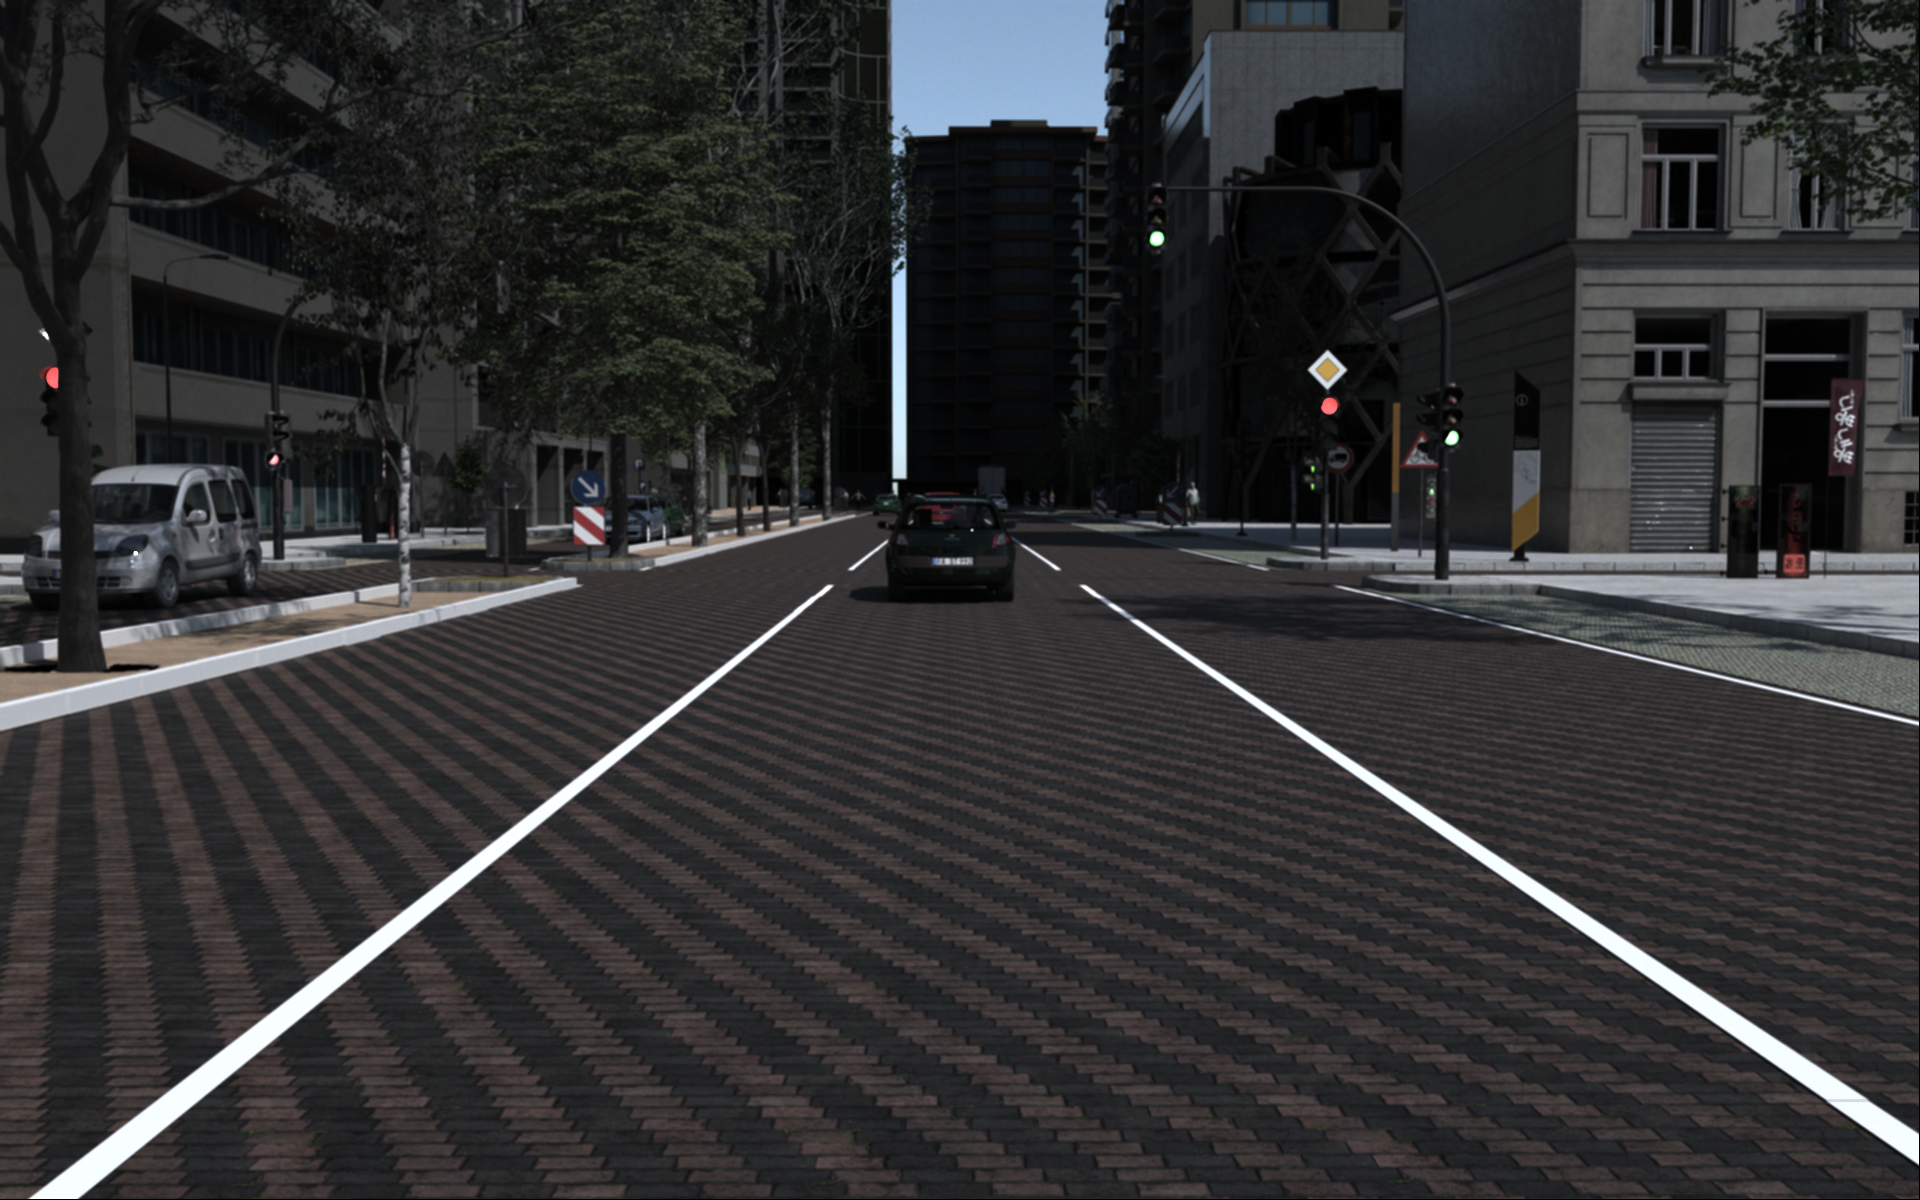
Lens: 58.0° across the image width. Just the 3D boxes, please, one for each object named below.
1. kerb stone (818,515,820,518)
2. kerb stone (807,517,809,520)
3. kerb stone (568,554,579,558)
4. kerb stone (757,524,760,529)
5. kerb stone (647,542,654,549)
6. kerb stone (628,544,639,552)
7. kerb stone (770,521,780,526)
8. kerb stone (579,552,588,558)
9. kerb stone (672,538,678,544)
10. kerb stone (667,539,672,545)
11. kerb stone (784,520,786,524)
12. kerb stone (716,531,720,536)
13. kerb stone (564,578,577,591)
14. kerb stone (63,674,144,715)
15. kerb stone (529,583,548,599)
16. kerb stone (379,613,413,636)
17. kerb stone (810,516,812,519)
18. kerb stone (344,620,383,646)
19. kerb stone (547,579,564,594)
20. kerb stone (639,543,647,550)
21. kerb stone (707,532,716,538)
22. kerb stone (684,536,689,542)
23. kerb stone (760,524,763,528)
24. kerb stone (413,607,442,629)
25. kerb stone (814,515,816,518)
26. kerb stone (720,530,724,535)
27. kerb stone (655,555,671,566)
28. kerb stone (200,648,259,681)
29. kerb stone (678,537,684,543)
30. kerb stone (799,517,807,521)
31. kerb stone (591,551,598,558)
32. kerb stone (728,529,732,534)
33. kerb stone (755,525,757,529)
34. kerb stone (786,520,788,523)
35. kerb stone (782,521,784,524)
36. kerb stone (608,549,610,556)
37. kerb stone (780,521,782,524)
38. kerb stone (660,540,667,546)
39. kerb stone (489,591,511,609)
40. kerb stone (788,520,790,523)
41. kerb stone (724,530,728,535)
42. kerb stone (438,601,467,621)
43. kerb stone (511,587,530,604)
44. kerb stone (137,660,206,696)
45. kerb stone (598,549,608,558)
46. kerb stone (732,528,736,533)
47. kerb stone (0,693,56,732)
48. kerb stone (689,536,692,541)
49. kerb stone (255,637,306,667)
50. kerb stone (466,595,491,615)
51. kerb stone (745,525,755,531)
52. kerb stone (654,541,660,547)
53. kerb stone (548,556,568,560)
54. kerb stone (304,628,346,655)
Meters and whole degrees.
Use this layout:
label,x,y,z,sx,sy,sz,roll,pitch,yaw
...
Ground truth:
label,x,y,z,sx,sy,sz,roll,pitch,yaw
kerb stone,-8.634,-4.972,103.504,0.120,0.150,1.000,0,4,0
kerb stone,-8.566,-4.471,95.303,0.120,0.150,1.000,0,4,0
kerb stone,-8.114,-0.833,35.849,0.120,0.150,1.000,0,4,0
kerb stone,-8.378,-2.967,70.699,0.120,0.150,1.000,0,4,0
kerb stone,-8.188,-1.398,45.091,0.120,0.150,1.000,0,4,0
kerb stone,-8.179,-1.273,43.041,0.120,0.150,1.000,0,4,0
kerb stone,-8.445,-3.464,78.897,0.120,0.150,1.000,0,4,0
kerb stone,-8.121,-0.896,36.878,0.120,0.150,1.000,0,4,0
kerb stone,-8.217,-1.649,49.185,0.120,0.150,1.000,0,4,0
kerb stone,-8.209,-1.588,48.162,0.120,0.150,1.000,0,4,0
kerb stone,-8.469,-3.656,81.963,0.120,0.150,1.000,0,4,0
kerb stone,-8.295,-2.214,58.395,0.120,0.150,1.000,0,4,0
kerb stone,-5.934,-0.236,26.072,0.120,0.150,1.000,0,4,0
kerb stone,-5.832,0.642,11.713,0.120,0.150,1.000,0,4,0
kerb stone,-5.923,-0.111,24.004,0.120,0.150,1.000,0,4,0
kerb stone,-5.882,0.265,17.861,0.120,0.150,1.000,0,4,0
kerb stone,-8.586,-4.597,97.355,0.120,0.150,1.000,0,4,0
kerb stone,-5.861,0.328,16.839,0.120,0.150,1.000,0,4,0
kerb stone,-5.935,-0.174,25.037,0.120,0.150,1.000,0,4,0
kerb stone,-8.175,-1.338,44.065,0.120,0.150,1.000,0,4,0
kerb stone,-8.282,-2.152,57.373,0.120,0.150,1.000,0,4,0
kerb stone,-8.234,-1.772,51.233,0.120,0.150,1.000,0,4,0
kerb stone,-8.389,-3.022,71.722,0.120,0.150,1.000,0,4,0
kerb stone,-5.886,0.208,18.886,0.120,0.150,1.000,0,4,0
kerb stone,-8.605,-4.781,100.436,0.120,0.150,1.000,0,4,0
kerb stone,-8.295,-2.277,59.430,0.120,0.150,1.000,0,4,0
kerb stone,-6.001,-0.774,34.850,0.120,0.150,1.000,0,4,0
kerb stone,-5.853,0.519,13.765,0.120,0.150,1.000,0,4,0
kerb stone,-8.221,-1.712,50.211,0.120,0.150,1.000,0,4,0
kerb stone,-8.560,-4.404,94.281,0.120,0.150,1.000,0,4,0
kerb stone,-8.131,-0.961,37.904,0.120,0.150,1.000,0,4,0
kerb stone,-8.308,-2.402,61.475,0.120,0.150,1.000,0,4,0
kerb stone,-8.375,-2.901,69.676,0.120,0.150,1.000,0,4,0
kerb stone,-8.474,-3.718,82.988,0.120,0.150,1.000,0,4,0
kerb stone,-8.459,-3.593,80.941,0.120,0.150,1.000,0,4,0
kerb stone,-8.148,-1.084,39.962,0.120,0.150,1.000,0,4,0
kerb stone,-8.456,-3.531,79.919,0.120,0.150,1.000,0,4,0
kerb stone,-8.199,-1.526,47.140,0.120,0.150,1.000,0,4,0
kerb stone,-5.918,0.015,21.956,0.120,0.150,1.000,0,4,0
kerb stone,-8.487,-3.780,84.010,0.120,0.150,1.000,0,4,0
kerb stone,-8.310,-2.340,60.452,0.120,0.150,1.000,0,4,0
kerb stone,-5.895,0.140,19.911,0.120,0.150,1.000,0,4,0
kerb stone,-5.921,-0.046,22.978,0.120,0.150,1.000,0,4,0
kerb stone,-5.839,0.582,12.743,0.120,0.150,1.000,0,4,0
kerb stone,-8.140,-1.024,38.939,0.120,0.150,1.000,0,4,0
kerb stone,-8.306,-2.465,62.497,0.120,0.150,1.000,0,4,0
kerb stone,-5.830,0.704,10.691,0.120,0.150,1.000,0,4,0
kerb stone,-8.242,-1.837,52.255,0.120,0.150,1.000,0,4,0
kerb stone,-5.851,0.457,14.787,0.120,0.150,1.000,0,4,0
kerb stone,-5.897,0.077,20.934,0.120,0.150,1.000,0,4,0
kerb stone,-8.362,-2.841,68.653,0.120,0.150,1.000,0,4,0
kerb stone,-8.197,-1.459,46.118,0.120,0.150,1.000,0,4,0
kerb stone,-8.109,-0.772,34.827,0.120,0.150,1.000,0,4,0
kerb stone,-5.863,0.394,15.814,0.120,0.150,1.000,0,4,0
